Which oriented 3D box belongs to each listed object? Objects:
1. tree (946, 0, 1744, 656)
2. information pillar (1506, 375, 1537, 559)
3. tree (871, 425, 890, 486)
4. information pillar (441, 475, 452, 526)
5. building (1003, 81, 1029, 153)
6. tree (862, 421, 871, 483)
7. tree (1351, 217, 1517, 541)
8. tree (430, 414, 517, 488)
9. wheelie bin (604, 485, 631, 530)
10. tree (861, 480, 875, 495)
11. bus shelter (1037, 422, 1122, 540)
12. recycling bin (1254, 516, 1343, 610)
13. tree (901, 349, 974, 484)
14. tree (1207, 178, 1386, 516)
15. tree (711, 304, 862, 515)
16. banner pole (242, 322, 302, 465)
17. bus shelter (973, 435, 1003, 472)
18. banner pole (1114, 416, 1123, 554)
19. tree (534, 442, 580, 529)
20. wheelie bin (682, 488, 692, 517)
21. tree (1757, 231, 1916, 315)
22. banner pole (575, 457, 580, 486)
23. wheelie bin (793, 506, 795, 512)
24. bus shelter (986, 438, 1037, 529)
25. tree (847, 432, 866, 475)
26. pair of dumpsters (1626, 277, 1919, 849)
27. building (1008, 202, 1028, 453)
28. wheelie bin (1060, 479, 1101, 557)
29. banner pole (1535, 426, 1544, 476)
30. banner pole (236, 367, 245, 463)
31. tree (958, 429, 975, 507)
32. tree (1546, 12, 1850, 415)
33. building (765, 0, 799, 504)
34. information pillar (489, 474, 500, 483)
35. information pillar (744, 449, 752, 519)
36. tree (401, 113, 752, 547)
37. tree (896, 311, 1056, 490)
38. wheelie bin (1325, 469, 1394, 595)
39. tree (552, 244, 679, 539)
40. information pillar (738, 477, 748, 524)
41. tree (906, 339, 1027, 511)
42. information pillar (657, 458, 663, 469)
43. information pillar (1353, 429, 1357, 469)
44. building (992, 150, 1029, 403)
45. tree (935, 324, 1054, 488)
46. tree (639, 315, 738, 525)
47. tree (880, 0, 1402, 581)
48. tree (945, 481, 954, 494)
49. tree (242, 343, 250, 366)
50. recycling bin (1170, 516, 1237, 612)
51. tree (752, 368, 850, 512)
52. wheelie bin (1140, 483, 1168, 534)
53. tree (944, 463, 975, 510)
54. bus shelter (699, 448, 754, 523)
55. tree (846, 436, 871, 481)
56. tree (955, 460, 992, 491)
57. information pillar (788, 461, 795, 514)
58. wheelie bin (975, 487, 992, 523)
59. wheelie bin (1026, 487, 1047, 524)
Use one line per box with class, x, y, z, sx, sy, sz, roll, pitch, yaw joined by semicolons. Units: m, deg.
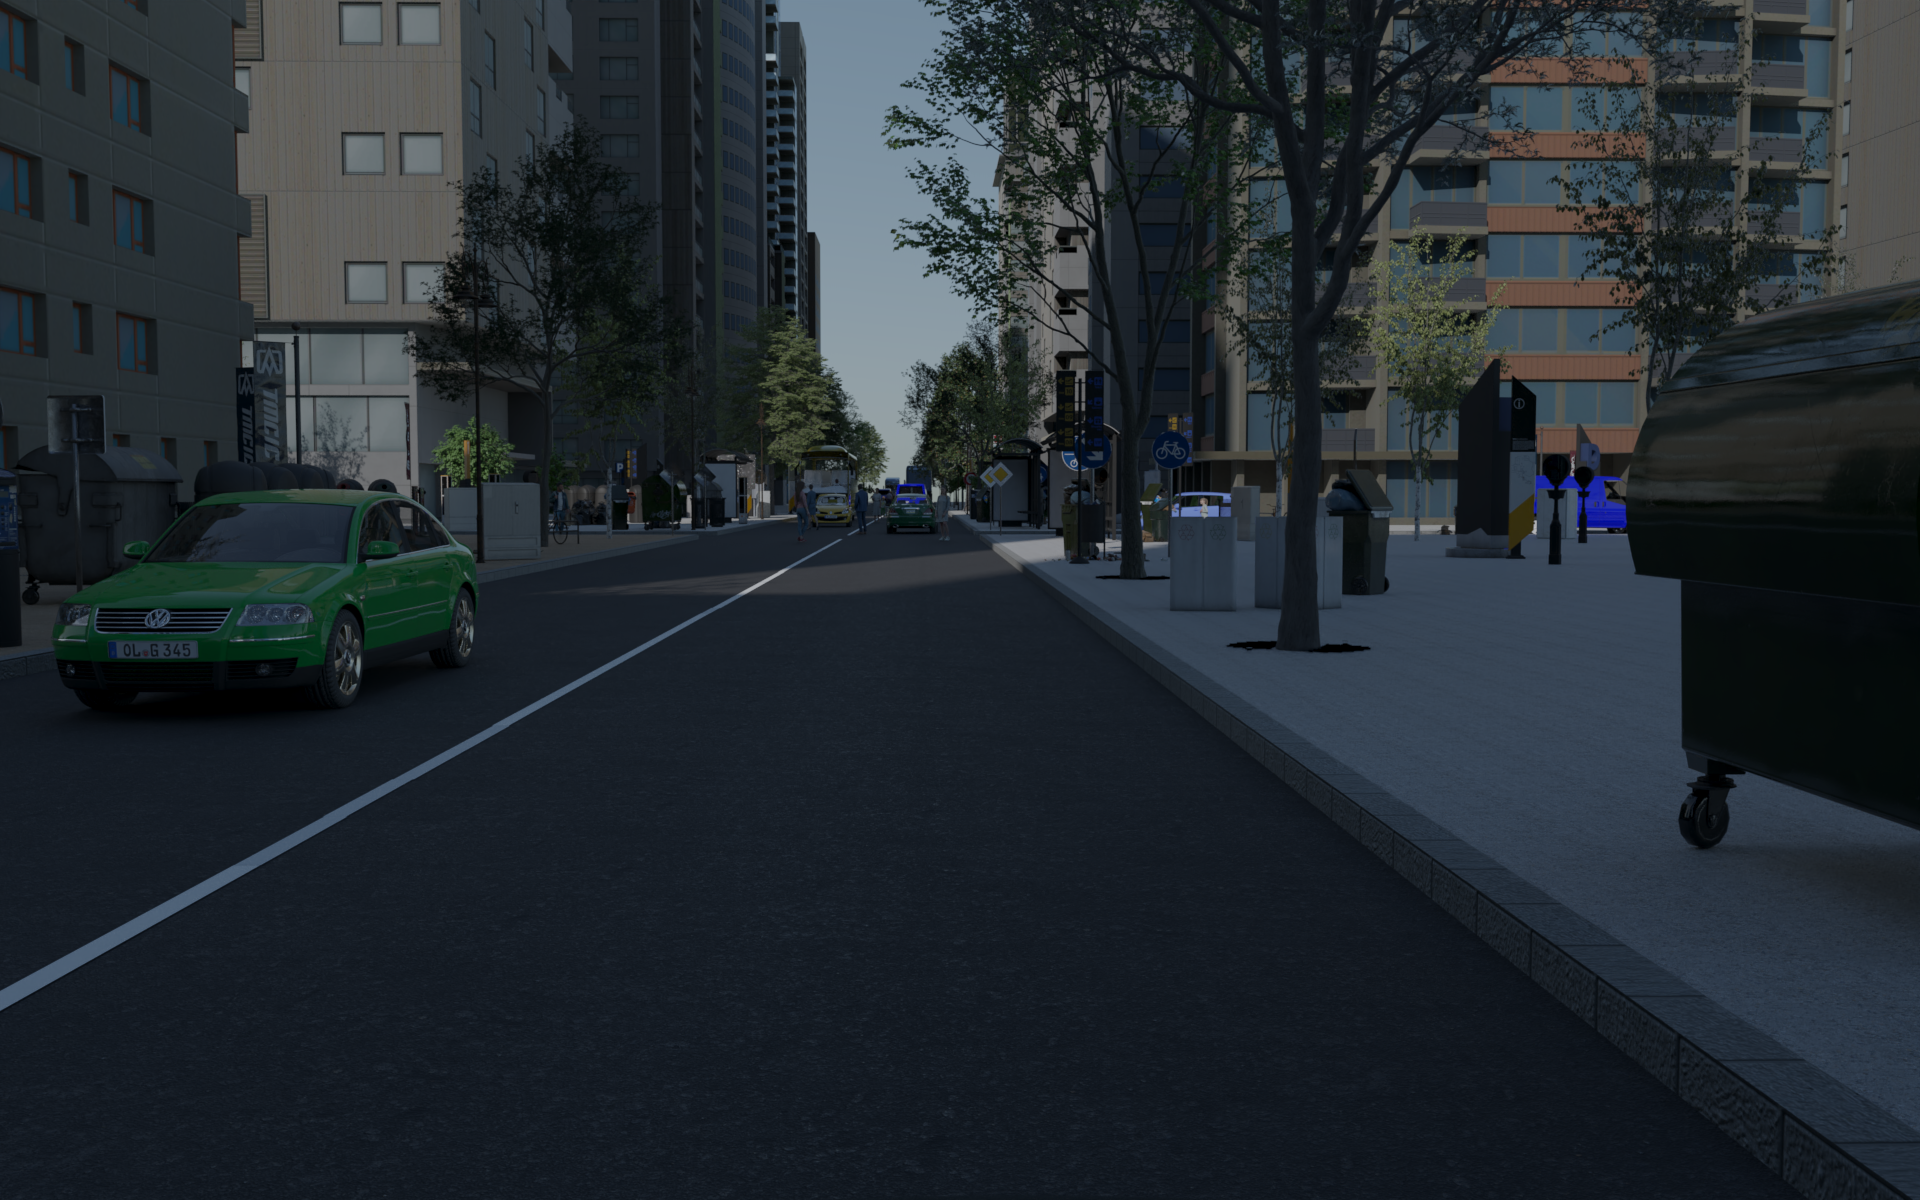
tree;2.904;-6.325;13.785;12.009;13.543;11.850;0;3;0
information pillar;11.083;-2.619;34.172;0.504;3.616;0.183;0;4;4
tree;-14.369;-21.262;265.758;7.486;12.596;7.792;0;3;0
information pillar;-20.302;-3.915;68.500;0.304;2.012;0.304;1;4;14
building;15.521;-51.787;284.961;20.563;71.187;20.611;0;4;-1
tree;-11.693;-13.080;131.992;7.486;12.596;7.792;0;3;0
tree;12.731;-5.915;47.075;4.737;8.622;4.395;0;3;0
tree;-19.971;-5.348;71.159;4.285;4.588;4.351;0;3;0
wheelie bin;-12.287;-3.305;61.948;0.980;1.594;0.693;-2;4;-35
tree;-14.936;-17.794;285.528;1.663;3.219;1.824;0;3;0
bus shelter;3.505;-3.447;50.282;2.014;3.302;5.546;0;4;-1
recycling bin;3.810;-0.425;19.496;0.722;1.027;0.722;-3;5;-39
tree;-0.506;-22.444;222.846;12.611;20.169;13.585;0;3;0
tree;7.883;-5.562;41.302;4.360;8.622;3.978;0;3;0
tree;-10.933;-11.367;103.975;7.486;12.596;7.792;0;3;0
banner pole;-9.821;-2.147;25.125;0.863;3.779;0.401;-3;5;-41
bus shelter;1.943;-8.408;115.099;2.179;5.291;8.768;0;4;-1
banner pole;3.522;-2.870;36.943;0.401;3.779;0.863;0;4;-4
tree;-14.921;-4.261;64.262;1.663;3.219;1.824;0;3;0
wheelie bin;-14.928;-5.341;95.240;0.980;1.594;0.693;2;4;27
tree;26.417;-6.145;50.830;4.360;8.622;3.978;0;3;0
banner pole;-23.420;-7.098;106.065;0.401;3.779;0.863;1;4;10
wheelie bin;-11.857;-7.275;126.857;0.980;1.594;0.693;-1;4;-12
bus shelter;2.086;-4.348;65.011;2.014;3.302;5.546;0;4;-1
tree;-12.938;-15.595;205.345;4.360;8.622;3.978;0;3;0
pair of dumpsters;3.271;-0.106;4.221;1.574;2.255;4.437;0;4;-1
building;13.660;-34.069;240.615;14.154;41.232;14.086;0;4;-1
wheelie bin;2.469;-1.692;35.567;0.693;1.594;0.980;-2;4;-26
banner pole;21.171;-4.514;63.817;0.863;3.779;0.401;3;4;36
banner pole;-12.213;-2.447;30.024;0.863;3.779;0.401;1;4;22
tree;0.499;-13.367;168.909;4.360;8.622;3.978;0;3;0
tree;11.072;-4.659;26.545;4.360;8.622;3.978;0;3;0
building;-32.706;-56.781;241.047;22.319;86.520;31.000;0;4;-1
information pillar;-16.794;-3.549;62.521;0.304;2.012;0.304;1;4;17
information pillar;-10.982;-6.010;89.611;0.183;3.616;0.504;2;4;31
tree;-9.824;-6.574;41.900;7.601;10.594;8.767;-1;4;-19
tree;0.946;-9.444;88.830;8.767;10.594;7.601;-1;4;-11
wheelie bin;5.091;-0.875;22.212;0.693;1.594;0.980;3;5;40
tree;-10.101;-6.087;49.891;4.737;8.622;4.395;0;3;0
information pillar;-9.263;-4.246;73.912;0.304;2.012;0.304;1;4;13
tree;0.745;-12.913;128.129;9.611;12.733;9.660;0;3;0
information pillar;-19.600;-7.449;113.150;0.504;3.616;0.183;2;4;25
information pillar;14.125;-4.317;61.942;0.183;3.616;0.504;1;4;17
building;19.737;-41.104;261.284;28.713;52.752;27.495;0;4;-1
tree;2.038;-7.611;74.810;4.737;8.622;4.395;0;3;0
tree;-10.862;-7.342;70.406;4.360;8.622;3.978;0;3;0
tree;2.664;-6.128;25.948;9.928;11.665;9.643;0;3;0
tree;-1.094;-11.418;181.282;1.663;3.219;1.824;0;3;0
tree;-29.635;-7.205;68.160;4.737;8.622;4.395;0;3;0
recycling bin;2.713;-0.410;19.266;0.722;1.027;0.722;1;4;9
tree;-11.631;-11.442;121.481;8.767;10.594;7.601;-3;4;-36
wheelie bin;5.603;-2.560;49.766;0.693;1.594;0.980;-2;4;-29
tree;0.259;-9.537;139.649;4.285;4.588;4.351;0;3;0
bus shelter;-10.692;-5.210;79.103;2.014;3.302;5.546;0;4;-1
tree;-13.153;-16.065;213.029;4.737;8.622;4.395;0;3;0
tree;1.099;-6.233;96.507;1.663;3.219;1.824;0;3;0
information pillar;-10.754;-7.293;110.594;0.183;3.616;0.504;3;5;45
wheelie bin;1.115;-4.276;77.817;0.693;1.594;0.980;-2;4;-25
wheelie bin;3.227;-4.046;74.065;0.980;1.594;0.693;0;4;-7
